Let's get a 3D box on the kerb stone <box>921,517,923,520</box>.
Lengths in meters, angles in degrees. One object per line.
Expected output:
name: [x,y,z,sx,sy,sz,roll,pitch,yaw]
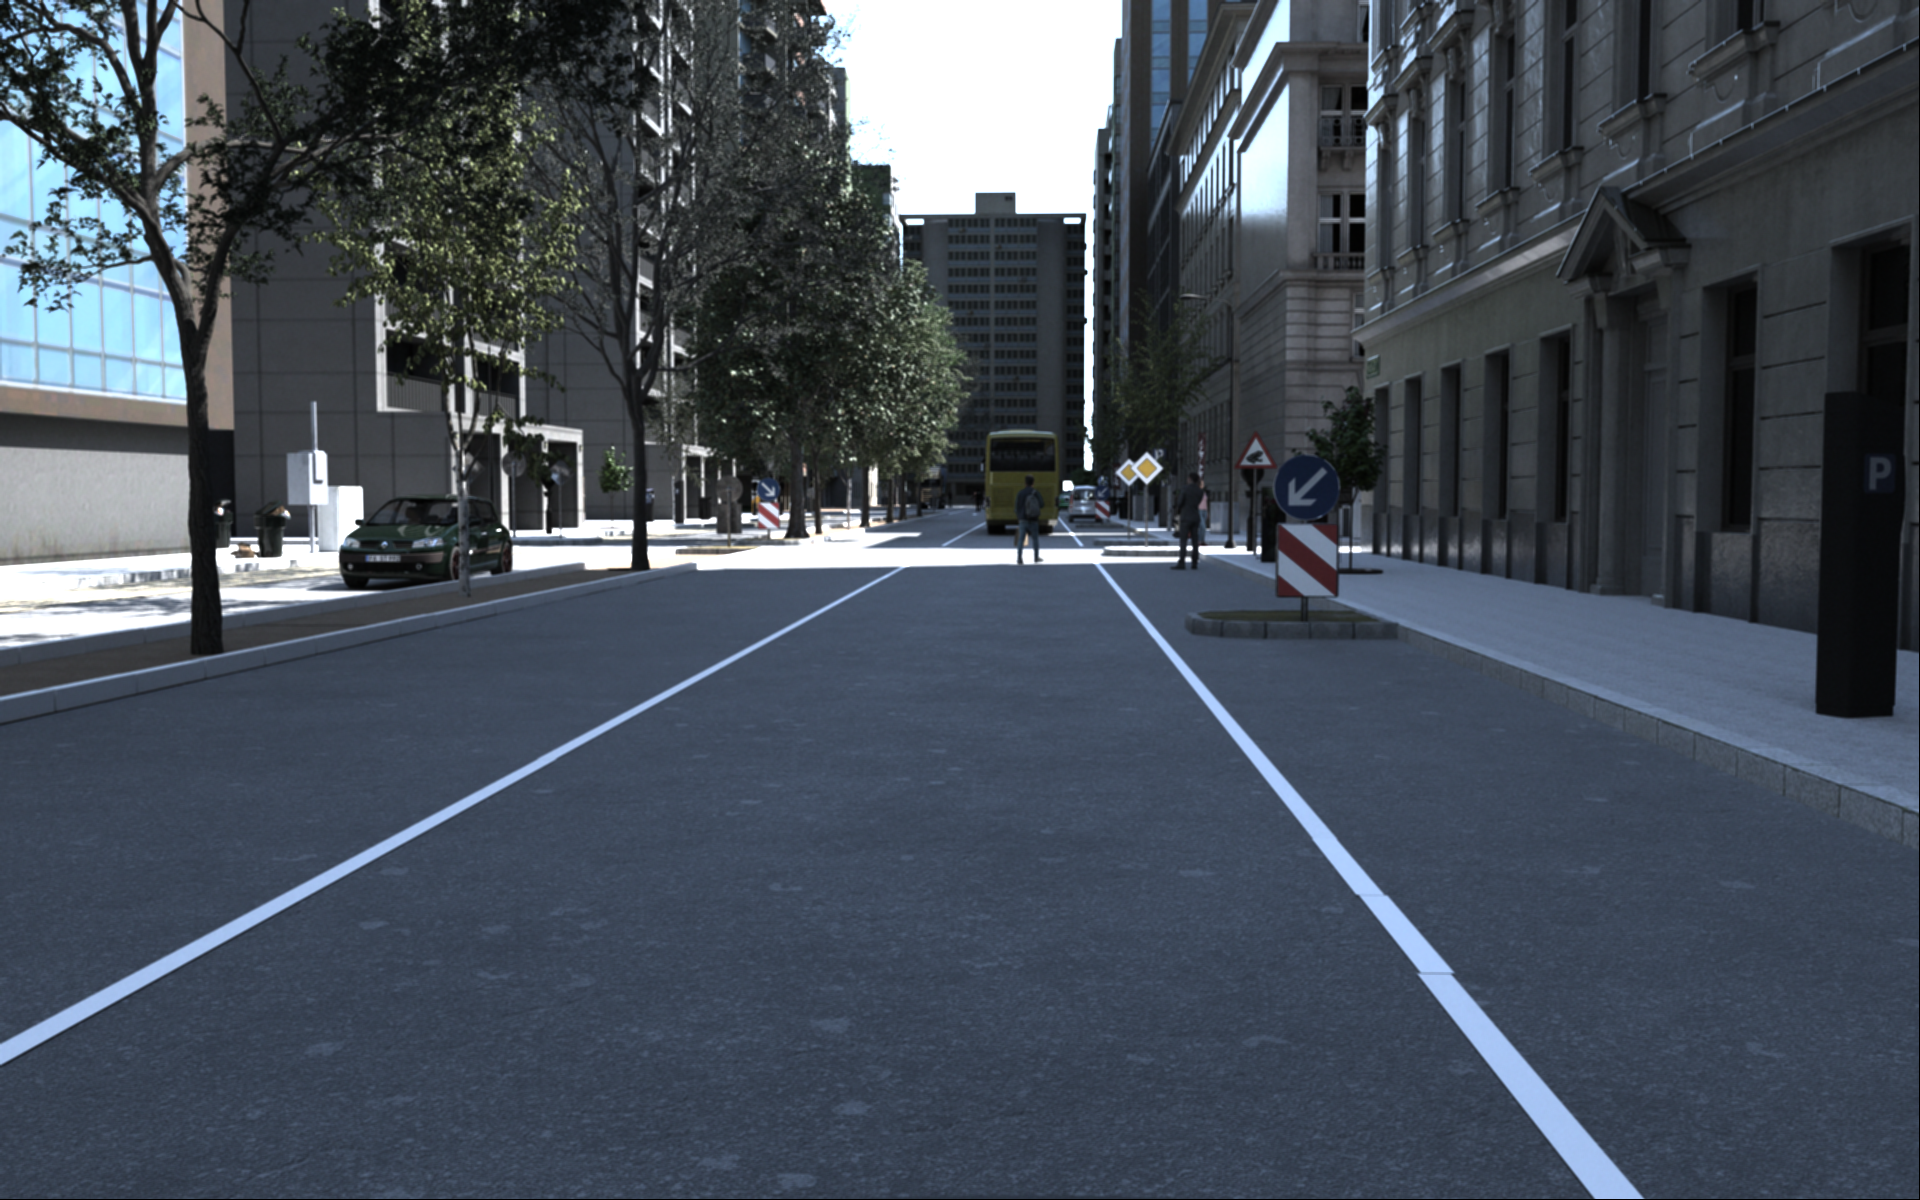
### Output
kerb stone: [-2.249,-4.351,93.326,0.120,0.150,1.000,0,4,3]

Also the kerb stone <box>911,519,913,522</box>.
kerb stone: [-2.582,-3.911,86.148,0.120,0.150,1.000,0,4,3]

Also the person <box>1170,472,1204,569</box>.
person: [4.326,-1.515,33.077,0.655,1.846,0.447,-2,4,-28]

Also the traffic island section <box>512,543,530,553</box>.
traffic island section: [-11.809,-1.181,41.592,2.009,0.180,2.903,0,4,3]

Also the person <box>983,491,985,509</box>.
person: [2.402,-9.632,166.653,0.621,1.740,0.551,-2,4,-25]

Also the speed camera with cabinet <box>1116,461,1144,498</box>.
speed camera with cabinet: [10.214,-6.619,102.558,0.660,3.252,2.038,-3,5,-44]

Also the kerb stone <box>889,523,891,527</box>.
kerb stone: [-3.142,-3.160,73.868,0.120,0.150,1.000,0,4,3]

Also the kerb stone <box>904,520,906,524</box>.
kerb stone: [-2.769,-3.661,82.053,0.120,0.150,1.000,0,4,3]

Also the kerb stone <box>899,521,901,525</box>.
kerb stone: [-2.900,-3.473,78.973,0.120,0.150,1.000,0,4,3]

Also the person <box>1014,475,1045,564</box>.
person: [1.364,-1.639,35.291,0.794,1.824,0.713,3,4,36]

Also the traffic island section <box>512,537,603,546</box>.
traffic island section: [-11.446,-1.669,49.569,2.009,0.180,2.903,0,4,3]

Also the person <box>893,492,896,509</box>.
person: [-5.881,-8.898,155.456,0.593,1.643,0.415,3,4,36]

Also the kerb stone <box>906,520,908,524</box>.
kerb stone: [-2.725,-3.721,83.075,0.120,0.150,1.000,0,4,3]

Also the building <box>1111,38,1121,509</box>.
building: [20.879,-29.071,158.905,14.154,41.232,14.086,0,4,3]

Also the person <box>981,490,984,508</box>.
person: [2.234,-10.060,172.995,0.705,1.821,1.348,0,4,6]

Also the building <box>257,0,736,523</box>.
building: [-23.267,-40.062,93.265,20.563,71.187,20.611,0,4,3]

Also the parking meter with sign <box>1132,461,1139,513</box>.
parking meter with sign: [9.428,-5.939,93.370,0.543,3.016,1.738,1,4,8]

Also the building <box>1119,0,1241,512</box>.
building: [19.313,-29.376,130.403,14.600,45.320,14.200,0,4,3]

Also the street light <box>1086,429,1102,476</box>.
street light: [9.578,-9.227,123.403,1.470,5.913,1.316,0,4,3]

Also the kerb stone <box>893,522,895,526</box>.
kerb stone: [-3.049,-3.283,75.910,0.120,0.150,1.000,0,4,3]

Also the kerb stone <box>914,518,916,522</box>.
kerb stone: [-2.488,-4.037,88.204,0.120,0.150,1.000,0,4,3]

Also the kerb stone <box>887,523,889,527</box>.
kerb stone: [-3.187,-3.090,72.844,0.120,0.150,1.000,0,4,3]

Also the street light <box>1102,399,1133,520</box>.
street light: [7.860,-6.875,84.947,1.470,5.913,1.316,0,4,3]

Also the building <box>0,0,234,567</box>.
building: [-23.532,-23.278,30.708,14.200,45.320,14.600,0,4,3]

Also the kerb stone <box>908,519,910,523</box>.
kerb stone: [-2.670,-3.786,84.096,0.120,0.150,1.000,0,4,3]

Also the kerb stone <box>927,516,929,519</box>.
kerb stone: [-2.021,-4.665,98.467,0.120,0.150,1.000,0,4,3]

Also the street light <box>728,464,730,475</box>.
street light: [-11.117,-7.022,87.354,1.470,5.913,1.316,0,4,3]

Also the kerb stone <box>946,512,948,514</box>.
kerb stone: [-1.088,-5.918,118.958,0.120,0.150,1.000,0,4,3]

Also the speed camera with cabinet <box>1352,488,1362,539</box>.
speed camera with cabinet: [11.350,-3.331,48.792,0.660,3.252,2.038,1,4,17]

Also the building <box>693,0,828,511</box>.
building: [-22.499,-29.646,139.344,22.147,44.769,28.867,0,4,3]

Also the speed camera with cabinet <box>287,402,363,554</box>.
speed camera with cabinet: [-13.862,-2.661,37.837,0.660,3.252,2.038,1,4,12]

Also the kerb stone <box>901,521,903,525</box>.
kerb stone: [-2.870,-3.536,80.003,0.120,0.150,1.000,0,4,3]

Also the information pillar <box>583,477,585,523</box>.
information pillar: [-16.748,-4.407,76.551,0.304,2.012,0.304,0,4,-2]

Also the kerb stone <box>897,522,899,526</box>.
kerb stone: [-2.948,-3.410,77.952,0.120,0.150,1.000,0,4,3]

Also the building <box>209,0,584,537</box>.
building: [-24.778,-38.027,59.990,20.563,71.187,20.611,0,4,3]

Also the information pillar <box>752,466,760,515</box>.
information pillar: [-12.253,-6.878,103.806,0.504,3.616,0.183,-1,4,-14]

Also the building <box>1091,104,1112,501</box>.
building: [27.437,-36.385,218.592,21.600,48.544,21.300,0,4,3]

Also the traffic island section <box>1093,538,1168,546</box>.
traffic island section: [4.779,-1.624,48.829,2.009,0.180,2.903,0,4,3]

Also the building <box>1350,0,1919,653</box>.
building: [15.763,-14.634,15.678,17.030,29.872,44.131,0,4,3]

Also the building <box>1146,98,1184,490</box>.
building: [19.685,-19.414,110.923,14.314,27.812,24.014,0,4,3]

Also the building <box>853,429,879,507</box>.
building: [-24.442,-20.830,185.612,28.899,21.520,27.650,0,4,3]

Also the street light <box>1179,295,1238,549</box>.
street light: [5.806,-4.155,40.483,1.470,5.913,1.316,0,4,3]

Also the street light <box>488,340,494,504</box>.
street light: [-12.855,-4.700,49.389,1.470,5.913,1.316,0,4,3]

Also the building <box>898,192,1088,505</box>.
building: [4.541,-32.627,225.331,23.993,40.220,32.217,0,4,3]

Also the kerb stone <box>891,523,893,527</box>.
kerb stone: [-3.099,-3.222,74.889,0.120,0.150,1.000,0,4,3]

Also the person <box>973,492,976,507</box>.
person: [1.726,-11.191,192.938,0.593,1.643,0.415,-1,4,-9]

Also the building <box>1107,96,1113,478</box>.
building: [27.003,-34.319,180.728,23.786,49.044,30.456,0,4,3]

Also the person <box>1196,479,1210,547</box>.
person: [6.331,-2.261,45.469,0.388,1.821,0.555,2,4,33]

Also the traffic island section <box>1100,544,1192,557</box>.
traffic island section: [4.416,-1.136,40.852,2.009,0.180,2.903,0,4,3]

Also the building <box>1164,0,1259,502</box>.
building: [18.984,-15.310,83.607,16.112,22.955,30.059,0,4,3]

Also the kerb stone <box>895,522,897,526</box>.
kerb stone: [-2.999,-3.348,76.931,0.120,0.150,1.000,0,4,3]

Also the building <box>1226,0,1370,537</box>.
building: [21.352,-13.091,55.837,24.055,21.916,13.314,0,4,3]

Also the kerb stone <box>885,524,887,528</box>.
kerb stone: [-3.237,-3.032,71.823,0.120,0.150,1.000,0,4,3]

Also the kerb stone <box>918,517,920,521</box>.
kerb stone: [-2.344,-4.225,91.279,0.120,0.150,1.000,0,4,3]

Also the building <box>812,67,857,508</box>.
building: [-17.742,-29.217,161.287,14.154,41.232,14.086,0,4,3]

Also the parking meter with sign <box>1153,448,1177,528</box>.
parking meter with sign: [8.094,-4.328,67.029,0.543,3.016,1.738,2,4,32]

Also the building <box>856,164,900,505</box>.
building: [-14.865,-32.673,217.790,14.086,41.232,14.154,0,4,3]
